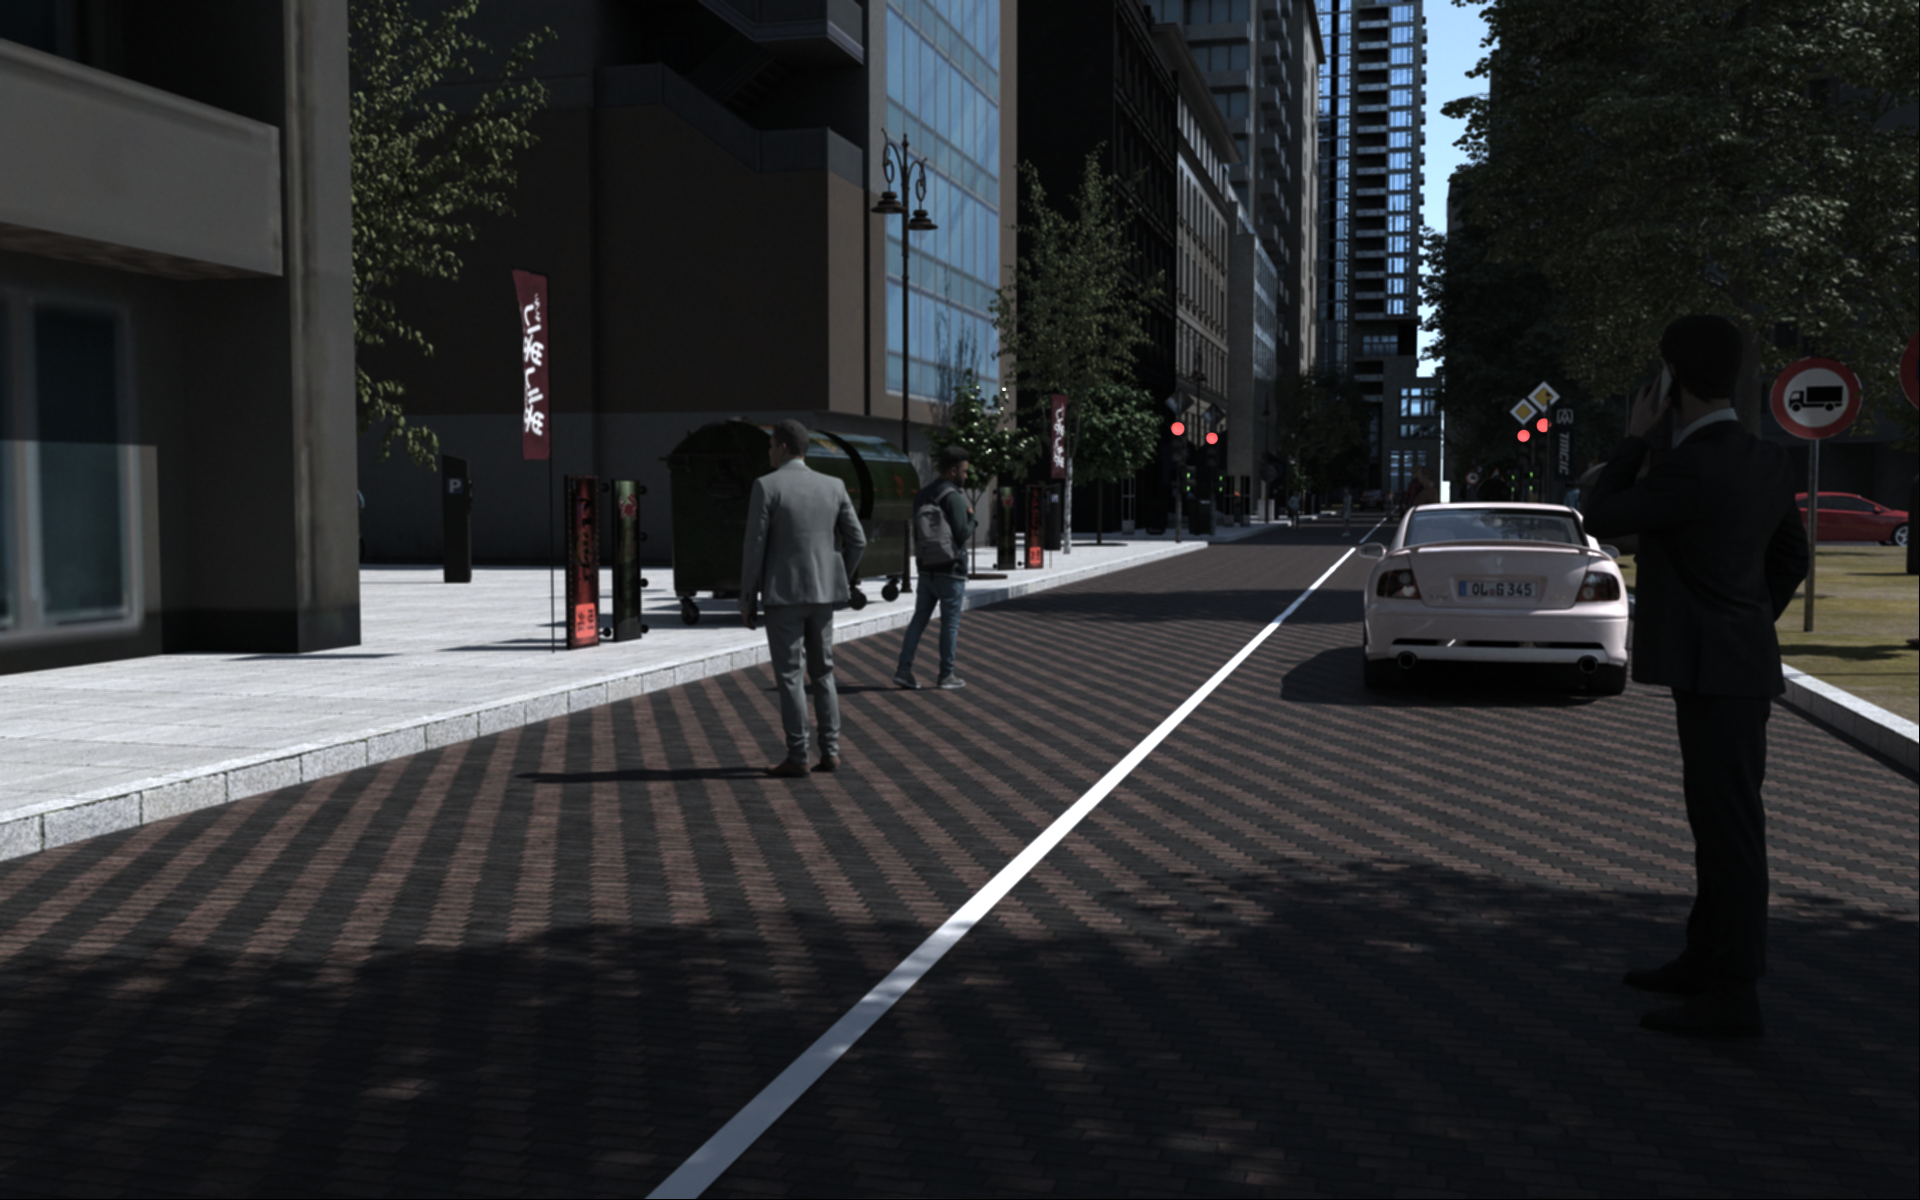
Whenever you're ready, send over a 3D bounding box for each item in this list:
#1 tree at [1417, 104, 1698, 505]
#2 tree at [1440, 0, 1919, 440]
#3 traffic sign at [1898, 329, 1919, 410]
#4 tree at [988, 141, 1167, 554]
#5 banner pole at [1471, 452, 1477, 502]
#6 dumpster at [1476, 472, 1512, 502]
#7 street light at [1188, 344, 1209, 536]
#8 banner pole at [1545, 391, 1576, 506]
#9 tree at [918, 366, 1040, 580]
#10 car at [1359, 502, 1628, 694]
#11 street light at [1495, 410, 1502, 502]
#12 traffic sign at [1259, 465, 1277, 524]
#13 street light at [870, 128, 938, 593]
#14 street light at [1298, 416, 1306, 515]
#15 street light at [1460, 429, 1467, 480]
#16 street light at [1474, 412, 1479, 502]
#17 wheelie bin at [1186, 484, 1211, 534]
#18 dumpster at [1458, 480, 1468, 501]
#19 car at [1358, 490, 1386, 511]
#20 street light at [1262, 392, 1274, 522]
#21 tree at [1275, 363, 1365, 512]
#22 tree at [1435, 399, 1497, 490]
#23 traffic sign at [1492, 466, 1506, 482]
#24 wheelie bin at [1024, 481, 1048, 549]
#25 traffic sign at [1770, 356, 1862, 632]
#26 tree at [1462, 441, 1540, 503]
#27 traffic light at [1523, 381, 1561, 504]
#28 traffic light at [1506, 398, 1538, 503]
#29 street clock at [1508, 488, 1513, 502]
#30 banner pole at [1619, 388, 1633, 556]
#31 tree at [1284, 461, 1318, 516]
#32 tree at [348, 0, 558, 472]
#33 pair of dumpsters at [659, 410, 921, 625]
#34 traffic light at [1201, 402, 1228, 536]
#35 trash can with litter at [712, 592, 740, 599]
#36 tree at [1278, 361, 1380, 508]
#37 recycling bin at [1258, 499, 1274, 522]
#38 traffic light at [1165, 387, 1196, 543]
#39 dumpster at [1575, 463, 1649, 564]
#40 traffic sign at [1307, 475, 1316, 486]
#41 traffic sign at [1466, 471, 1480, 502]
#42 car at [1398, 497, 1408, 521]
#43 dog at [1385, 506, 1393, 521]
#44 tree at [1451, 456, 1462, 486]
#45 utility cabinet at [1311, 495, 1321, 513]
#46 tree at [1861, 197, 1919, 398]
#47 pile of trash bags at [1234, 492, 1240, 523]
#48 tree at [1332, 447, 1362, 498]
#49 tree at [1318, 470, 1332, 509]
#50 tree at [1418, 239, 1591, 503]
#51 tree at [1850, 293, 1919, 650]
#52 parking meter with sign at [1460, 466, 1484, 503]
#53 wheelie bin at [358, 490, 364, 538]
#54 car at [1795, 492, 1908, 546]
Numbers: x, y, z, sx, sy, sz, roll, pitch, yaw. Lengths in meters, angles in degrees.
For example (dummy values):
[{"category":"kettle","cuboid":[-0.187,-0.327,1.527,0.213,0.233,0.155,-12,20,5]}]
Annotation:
[{"category":"tree","cuboid":[19.297,-9.138,56.067,9.857,13.997,8.962,0,3,0]},{"category":"tree","cuboid":[9.918,-6.386,22.541,7.486,12.596,7.792,0,3,0]},{"category":"traffic sign","cuboid":[7.056,-0.745,12.287,0.768,2.556,0.104,1,4,21]},{"category":"tree","cuboid":[2.340,-5.302,37.057,4.737,8.622,4.395,0,3,0]},{"category":"banner pole","cuboid":[30.465,-6.887,102.627,0.401,3.779,0.863,0,4,-6]},{"category":"dumpster","cuboid":[24.143,-4.640,78.364,1.502,2.255,1.985,1,4,15]},{"category":"street light","cuboid":[7.349,-4.935,53.472,0.468,5.910,1.993,1,4,15]},{"category":"banner pole","cuboid":[14.579,-3.197,42.286,0.863,3.779,0.401,1,4,19]},{"category":"tree","cuboid":[0.098,-1.942,26.356,1.663,3.219,1.824,0,3,0]},{"category":"car","cuboid":[4.265,-0.100,13.993,2.083,1.381,4.827,1,4,15]},{"category":"street light","cuboid":[22.628,-6.099,72.509,0.468,5.910,1.993,1,4,15]},{"category":"traffic sign","cuboid":[13.340,-4.584,75.048,0.768,2.556,0.104,1,4,17]},{"category":"street light","cuboid":[-0.702,-3.033,22.373,0.468,5.910,1.993,1,4,15]},{"category":"street light","cuboid":[20.287,-7.954,102.838,0.468,5.910,1.993,1,4,15]},{"category":"street light","cuboid":[35.806,-9.195,123.133,0.468,5.910,1.993,1,4,15]},{"category":"street light","cuboid":[29.278,-7.656,97.971,0.468,5.910,1.993,1,4,15]},{"category":"wheelie bin","cuboid":[7.645,-2.903,55.371,0.980,1.594,0.693,-2,4,-31]},{"category":"dumpster","cuboid":[32.472,-6.581,110.094,1.502,2.255,1.985,1,4,14]},{"category":"car","cuboid":[35.579,-8.617,149.552,2.281,1.827,5.304,1,4,14]},{"category":"street light","cuboid":[13.873,-6.451,78.268,0.468,5.910,1.993,1,4,15]},{"category":"tree","cuboid":[24.327,-11.487,122.232,8.767,10.594,7.601,1,4,14]},{"category":"tree","cuboid":[34.857,-10.255,118.038,4.737,8.622,4.395,0,3,0]},{"category":"traffic sign","cuboid":[24.936,-4.927,80.567,0.884,2.594,0.081,1,4,16]},{"category":"wheelie bin","cuboid":[1.887,-1.996,40.543,0.693,1.594,0.980,1,4,14]},{"category":"traffic sign","cuboid":[7.918,-0.977,16.084,0.768,2.556,0.104,1,4,21]},{"category":"tree","cuboid":[27.168,-6.216,85.339,4.285,4.588,4.351,0,3,0]},{"category":"traffic light","cuboid":[14.480,-3.316,43.132,0.839,4.253,0.868,1,4,15]},{"category":"traffic light","cuboid":[16.494,-3.788,50.860,0.839,4.253,0.868,1,4,15]},{"category":"street clock","cuboid":[30.622,-5.622,96.486,0.358,2.002,0.471,1,4,9]},{"category":"banner pole","cuboid":[13.884,-2.820,36.124,0.401,3.779,0.863,2,4,24]},{"category":"tree","cuboid":[19.539,-6.490,100.705,1.663,3.219,1.824,0,3,0]},{"category":"tree","cuboid":[-6.603,-4.120,17.726,4.737,8.622,4.395,0,3,0]},{"category":"pair of dumpsters","cuboid":[-1.736,-0.994,18.739,1.574,2.255,4.437,1,4,15]},{"category":"traffic light","cuboid":[7.769,-3.926,53.109,0.839,4.253,0.868,1,4,15]},{"category":"trash can with litter","cuboid":[-2.886,-0.614,21.424,0.624,1.170,1.055,0,4,-6]},{"category":"tree","cuboid":[34.783,-15.720,163.677,9.857,13.997,8.962,0,3,0]},{"category":"recycling bin","cuboid":[14.325,-4.193,81.105,0.722,1.027,0.722,1,4,12]},{"category":"traffic light","cuboid":[5.755,-3.453,45.381,0.839,4.253,0.868,1,4,15]},{"category":"dumpster","cuboid":[11.708,-1.538,30.902,1.264,1.857,1.865,1,4,15]},{"category":"traffic sign","cuboid":[23.255,-7.048,115.236,0.884,2.594,0.081,1,4,23]},{"category":"traffic sign","cuboid":[27.917,-5.761,94.294,0.768,2.556,0.104,1,4,16]},{"category":"car","cuboid":[24.968,-5.189,94.634,2.009,1.686,4.222,1,4,16]},{"category":"dog","cuboid":[22.639,-4.574,91.621,0.513,0.831,0.800,2,4,27]},{"category":"tree","cuboid":[37.737,-8.777,127.224,4.285,4.588,4.351,0,3,0]},{"category":"utility cabinet","cuboid":[23.548,-6.380,115.479,1.020,1.237,0.306,1,4,14]},{"category":"tree","cuboid":[21.869,-5.315,37.261,4.737,8.622,4.395,0,3,0]},{"category":"pile of trash bags","cuboid":[12.292,-4.220,78.744,1.912,1.369,3.447,1,4,17]},{"category":"tree","cuboid":[40.062,-14.131,181.401,4.360,8.622,3.978,0,3,0]},{"category":"tree","cuboid":[28.833,-8.744,137.570,1.663,3.219,1.824,0,3,0]},{"category":"tree","cuboid":[21.747,-8.649,67.172,9.928,11.665,9.643,0,3,0]},{"category":"tree","cuboid":[8.413,-1.192,14.085,1.663,3.219,1.824,0,3,0]},{"category":"parking meter with sign","cuboid":[31.602,-6.774,107.016,1.738,3.016,0.543,-3,5,-40]},{"category":"wheelie bin","cuboid":[-8.377,-0.929,23.089,0.693,1.594,0.980,2,4,33]},{"category":"car","cuboid":[23.254,-2.232,45.526,4.494,1.783,2.155,1,4,16]}]
